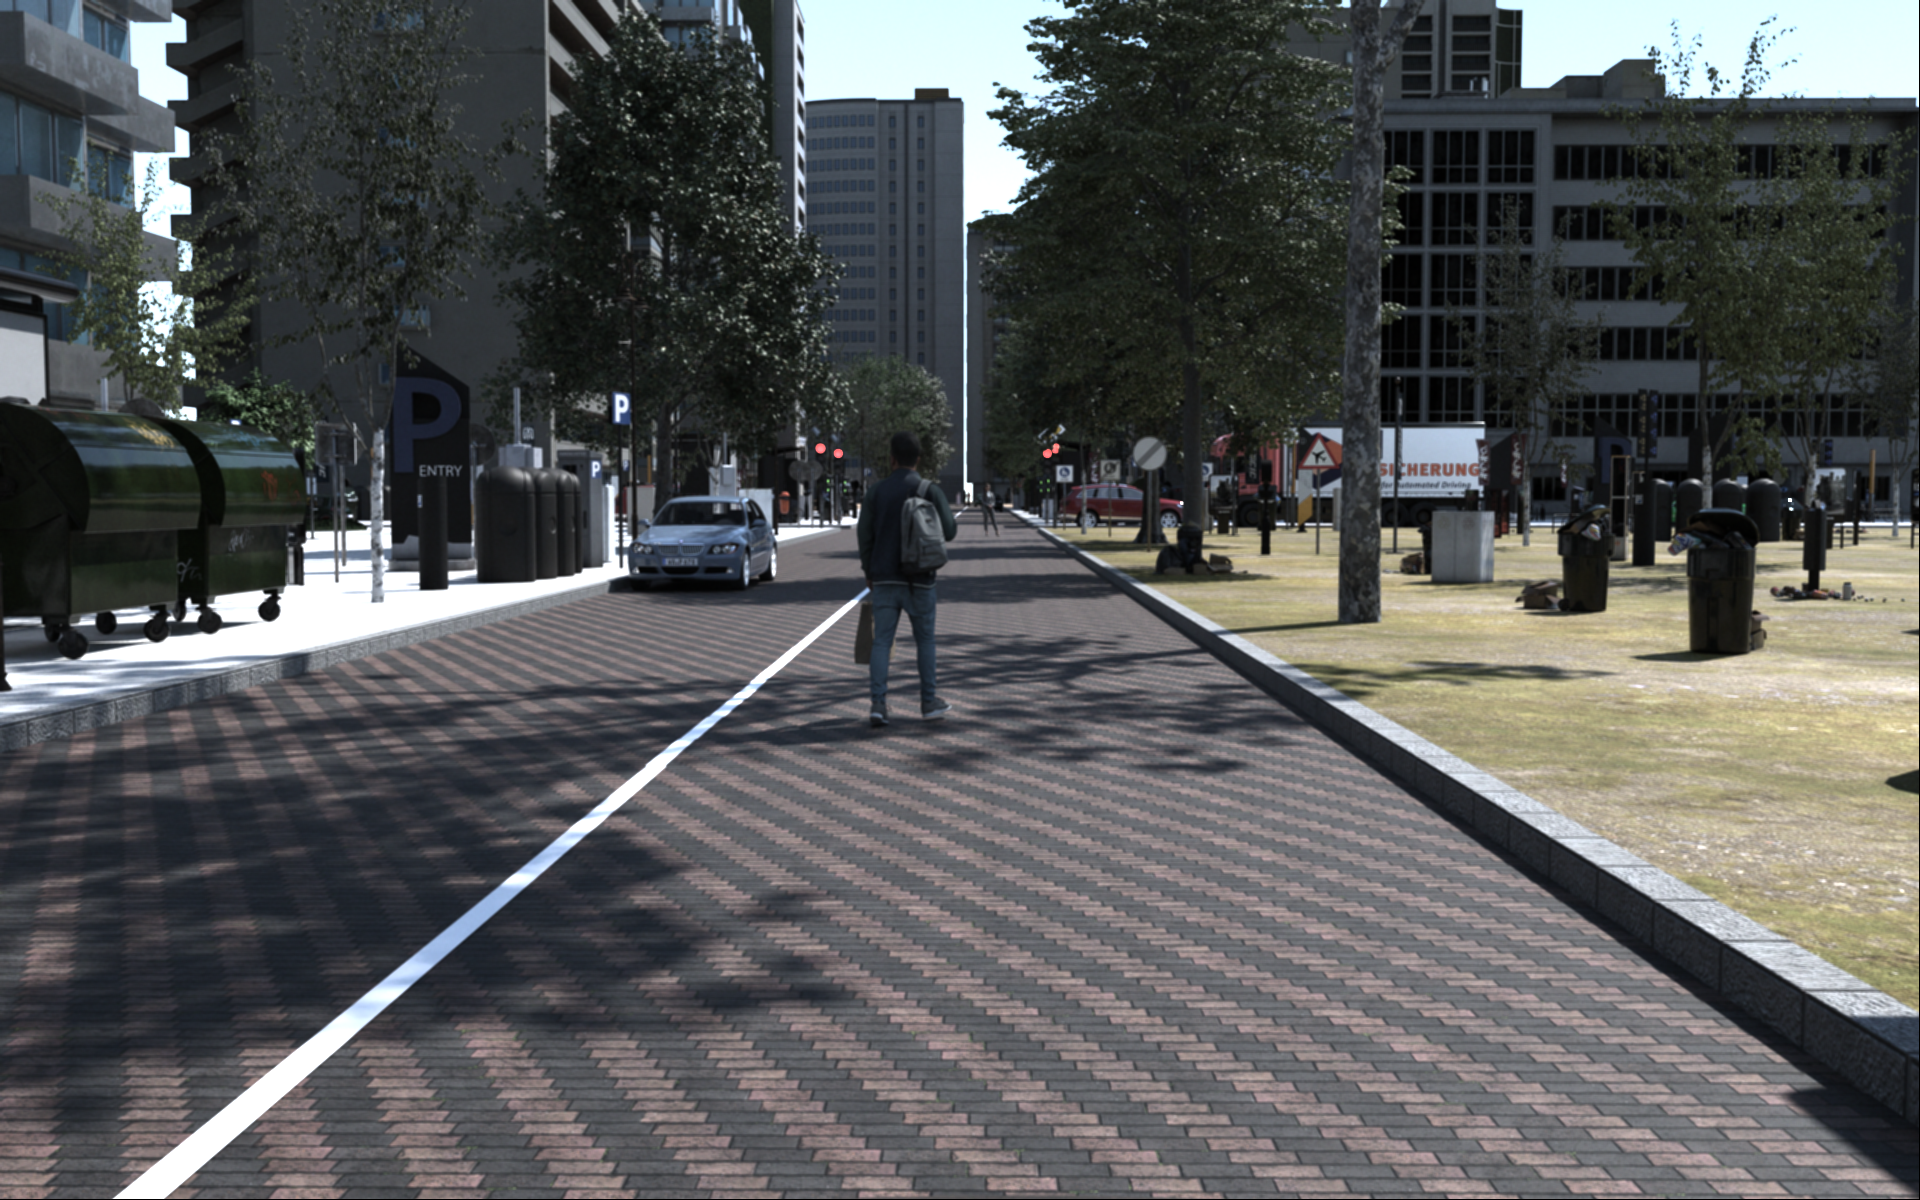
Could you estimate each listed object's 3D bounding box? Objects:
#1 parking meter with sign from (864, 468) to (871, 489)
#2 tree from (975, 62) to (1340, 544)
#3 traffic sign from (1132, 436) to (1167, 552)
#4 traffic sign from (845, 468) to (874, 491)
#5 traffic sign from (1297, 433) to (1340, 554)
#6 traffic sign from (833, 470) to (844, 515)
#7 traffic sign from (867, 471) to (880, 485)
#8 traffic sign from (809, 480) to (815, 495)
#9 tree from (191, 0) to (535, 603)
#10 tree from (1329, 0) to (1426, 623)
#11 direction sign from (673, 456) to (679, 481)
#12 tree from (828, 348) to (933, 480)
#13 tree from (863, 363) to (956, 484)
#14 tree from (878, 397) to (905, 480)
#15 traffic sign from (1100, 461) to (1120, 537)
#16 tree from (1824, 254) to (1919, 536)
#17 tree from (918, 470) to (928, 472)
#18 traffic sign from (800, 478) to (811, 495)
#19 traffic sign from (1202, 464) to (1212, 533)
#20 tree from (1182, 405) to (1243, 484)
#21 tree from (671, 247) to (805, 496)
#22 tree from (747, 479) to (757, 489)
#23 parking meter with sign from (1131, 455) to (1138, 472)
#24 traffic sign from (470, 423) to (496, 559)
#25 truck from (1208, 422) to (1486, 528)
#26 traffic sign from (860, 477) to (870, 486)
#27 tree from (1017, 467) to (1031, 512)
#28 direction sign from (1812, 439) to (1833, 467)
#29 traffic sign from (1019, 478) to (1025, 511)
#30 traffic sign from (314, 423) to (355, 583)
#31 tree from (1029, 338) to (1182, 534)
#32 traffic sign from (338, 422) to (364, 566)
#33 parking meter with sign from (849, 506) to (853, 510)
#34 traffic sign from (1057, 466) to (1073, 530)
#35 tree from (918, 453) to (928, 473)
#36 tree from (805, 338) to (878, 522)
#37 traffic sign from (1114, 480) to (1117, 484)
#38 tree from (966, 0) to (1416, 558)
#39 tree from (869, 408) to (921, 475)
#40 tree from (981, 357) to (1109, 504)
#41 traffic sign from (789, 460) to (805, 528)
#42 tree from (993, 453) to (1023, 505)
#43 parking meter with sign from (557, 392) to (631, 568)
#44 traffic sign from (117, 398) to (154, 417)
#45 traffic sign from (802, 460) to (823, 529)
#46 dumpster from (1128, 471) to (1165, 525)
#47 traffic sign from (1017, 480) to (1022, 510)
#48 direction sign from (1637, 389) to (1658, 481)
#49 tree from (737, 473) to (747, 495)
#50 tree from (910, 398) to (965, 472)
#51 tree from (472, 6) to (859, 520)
[{"bbox_3d":[-5.936,-7.422,117.612,0.543,3.016,1.738,1,4,21],"label":"parking meter with sign"},{"bbox_3d":[5.042,-7.819,44.845,9.611,12.733,9.660,0,3,0],"label":"tree"},{"bbox_3d":[4.182,-2.332,38.240,0.768,2.556,0.104,1,4,9],"label":"traffic sign"},{"bbox_3d":[-7.788,-8.544,133.570,2.265,3.308,0.079,0,4,2],"label":"traffic sign"},{"bbox_3d":[7.595,-2.245,36.709,0.884,2.594,0.081,1,4,9],"label":"traffic sign"},{"bbox_3d":[-6.351,-5.444,89.109,0.768,2.556,0.104,0,4,5],"label":"traffic sign"},{"bbox_3d":[-4.906,-6.063,99.137,0.884,2.594,0.081,1,4,10],"label":"traffic sign"},{"bbox_3d":[-8.542,-5.906,98.684,0.606,2.300,0.079,0,4,2],"label":"traffic sign"},{"bbox_3d":[-6.984,-4.288,20.468,4.360,8.622,3.978,0,3,0],"label":"tree"},{"bbox_3d":[5.345,-9.802,16.157,12.611,20.169,13.585,0,3,0],"label":"tree"},{"bbox_3d":[-17.044,-6.872,104.362,0.876,3.537,0.379,2,4,29],"label":"direction sign"},{"bbox_3d":[-5.654,-12.021,122.299,9.928,11.665,9.643,0,3,0],"label":"tree"},{"bbox_3d":[-4.997,-16.118,170.180,9.857,13.997,8.962,0,3,0],"label":"tree"},{"bbox_3d":[-5.610,-9.427,104.485,4.360,8.622,3.978,0,3,0],"label":"tree"},{"bbox_3d":[4.493,-3.043,51.875,0.606,2.300,0.079,1,4,9],"label":"traffic sign"},{"bbox_3d":[28.342,-6.236,52.329,4.360,8.622,3.978,0,3,0],"label":"tree"},{"bbox_3d":[-4.701,-12.488,187.886,4.285,4.588,4.351,0,3,0],"label":"tree"},{"bbox_3d":[-8.670,-5.886,96.335,0.768,2.556,0.104,0,4,7],"label":"traffic sign"},{"bbox_3d":[7.983,-3.346,56.837,0.606,2.300,0.079,1,4,10],"label":"traffic sign"},{"bbox_3d":[11.525,-7.845,78.631,4.360,8.622,3.978,0,3,0],"label":"tree"},{"bbox_3d":[-6.984,-6.071,49.631,4.360,8.622,3.978,0,3,0],"label":"tree"},{"bbox_3d":[-13.563,-7.690,120.340,1.663,3.219,1.824,0,3,0],"label":"tree"},{"bbox_3d":[8.122,-4.934,76.924,0.543,3.016,1.738,1,4,22],"label":"parking meter with sign"},{"bbox_3d":[-8.748,-1.905,31.246,0.768,2.556,0.104,0,4,1],"label":"traffic sign"},{"bbox_3d":[14.894,-4.890,68.857,11.283,4.237,2.839,0,4,0],"label":"truck"},{"bbox_3d":[-7.000,-7.815,127.880,0.768,2.556,0.104,0,4,3],"label":"traffic sign"},{"bbox_3d":[4.951,-7.885,123.525,1.663,3.219,1.824,0,3,0],"label":"tree"},{"bbox_3d":[35.618,-4.871,71.635,0.876,3.537,0.379,0,4,-4],"label":"direction sign"},{"bbox_3d":[4.816,-7.878,128.814,0.884,2.594,0.081,0,4,8],"label":"traffic sign"},{"bbox_3d":[-9.016,-1.399,25.004,0.606,2.300,0.079,0,4,6],"label":"traffic sign"},{"bbox_3d":[4.176,-6.400,55.002,4.360,8.622,3.978,0,3,0],"label":"tree"},{"bbox_3d":[-10.927,-1.868,30.652,0.768,2.556,0.104,0,4,5],"label":"traffic sign"},{"bbox_3d":[-8.823,-8.561,136.238,0.543,3.016,1.738,-2,4,-35],"label":"parking meter with sign"},{"bbox_3d":[3.719,-3.642,61.680,0.606,2.300,0.079,0,4,1],"label":"traffic sign"},{"bbox_3d":[-4.492,-14.900,193.973,4.360,8.622,3.978,0,3,0],"label":"tree"},{"bbox_3d":[-6.245,-7.974,80.732,4.360,8.622,3.978,0,3,0],"label":"tree"},{"bbox_3d":[9.323,-6.547,107.154,0.768,2.556,0.104,1,4,10],"label":"traffic sign"},{"bbox_3d":[3.669,-6.826,29.737,7.486,12.596,7.792,0,3,0],"label":"tree"},{"bbox_3d":[-5.124,-11.770,142.807,4.737,8.622,4.395,0,3,0],"label":"tree"},{"bbox_3d":[5.092,-10.042,98.601,7.601,10.594,8.767,1,4,12],"label":"tree"},{"bbox_3d":[-6.023,-3.953,64.739,0.768,2.556,0.104,0,4,5],"label":"traffic sign"},{"bbox_3d":[6.187,-15.867,209.792,4.737,8.622,4.395,0,3,0],"label":"tree"},{"bbox_3d":[-6.609,-2.073,30.152,1.738,3.016,0.543,2,4,23],"label":"parking meter with sign"},{"bbox_3d":[-10.890,-1.402,23.031,0.768,2.556,0.104,0,4,7],"label":"traffic sign"},{"bbox_3d":[-5.484,-3.925,64.278,0.768,2.556,0.104,0,4,6],"label":"traffic sign"},{"bbox_3d":[7.820,-4.320,73.132,1.502,2.255,1.985,0,4,1],"label":"dumpster"},{"bbox_3d":[5.057,-8.640,141.363,0.768,2.556,0.104,0,4,4],"label":"traffic sign"},{"bbox_3d":[14.890,-2.787,37.568,0.876,3.537,0.379,-3,5,-43],"label":"direction sign"},{"bbox_3d":[-16.526,-8.099,127.019,1.663,3.219,1.824,0,3,0],"label":"tree"},{"bbox_3d":[-4.438,-18.318,209.873,12.009,13.543,11.850,0,3,0],"label":"tree"},{"bbox_3d":[-6.951,-7.581,40.954,9.611,12.733,9.660,0,3,0],"label":"tree"}]
